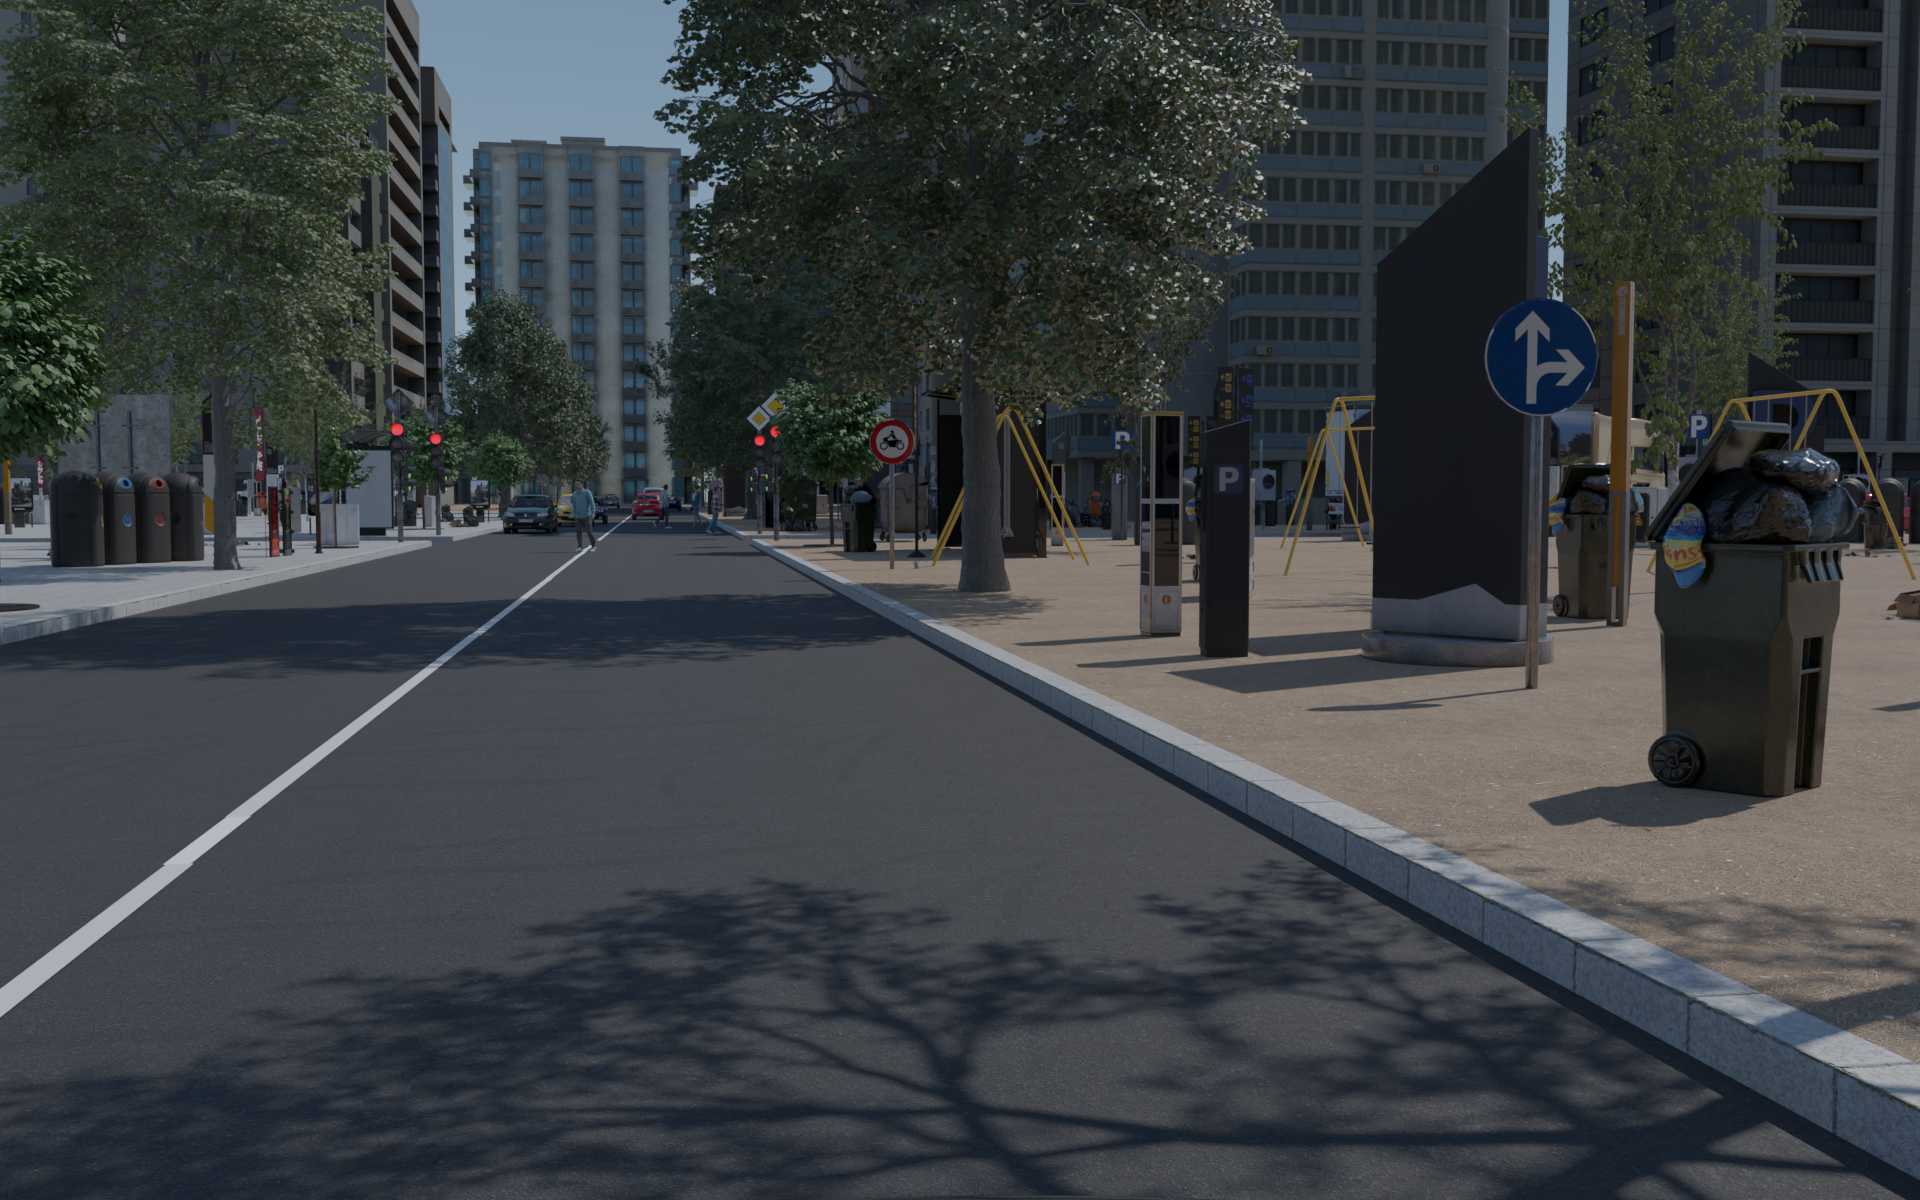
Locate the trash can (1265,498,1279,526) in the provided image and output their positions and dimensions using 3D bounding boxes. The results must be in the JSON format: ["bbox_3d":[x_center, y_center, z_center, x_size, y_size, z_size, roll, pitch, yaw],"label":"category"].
[{"bbox_3d":[12.334,-3.503,68.934,0.748,1.137,0.748,0,3,0],"label":"trash can"}]

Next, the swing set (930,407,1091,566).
[{"bbox_3d":[0.873,-2.133,32.502,2.862,2.851,3.119,0,4,-2],"label":"swing set"}]

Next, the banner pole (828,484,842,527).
[{"bbox_3d":[-4.889,-4.684,66.592,0.401,3.779,0.863,-1,4,-10],"label":"banner pole"}]

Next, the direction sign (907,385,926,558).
[{"bbox_3d":[-0.879,-2.632,35.028,0.379,3.537,0.876,0,4,6],"label":"direction sign"}]

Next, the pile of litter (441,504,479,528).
[{"bbox_3d":[-19.355,-3.261,67.280,1.176,0.858,1.719,2,4,24],"label":"pile of litter"}]

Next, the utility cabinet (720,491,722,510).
[{"bbox_3d":[-17.366,-7.239,127.039,0.318,1.500,1.173,2,4,24],"label":"utility cabinet"}]

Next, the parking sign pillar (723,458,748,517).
[{"bbox_3d":[-12.843,-6.764,99.062,1.447,3.967,1.447,1,4,10],"label":"parking sign pillar"}]

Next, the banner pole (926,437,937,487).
[{"bbox_3d":[-1.270,-5.232,75.566,0.401,3.779,0.863,-3,5,-40],"label":"banner pole"}]

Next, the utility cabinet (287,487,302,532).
[{"bbox_3d":[-22.242,-3.009,57.872,0.318,1.500,1.173,-2,4,-28],"label":"utility cabinet"}]

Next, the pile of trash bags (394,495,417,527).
[{"bbox_3d":[-22.471,-3.593,68.493,1.912,1.369,3.447,-1,4,-14],"label":"pile of trash bags"}]

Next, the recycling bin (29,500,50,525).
[{"bbox_3d":[-38.754,-3.705,73.135,0.722,1.027,0.722,1,4,8],"label":"recycling bin"}]

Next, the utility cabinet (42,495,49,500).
[{"bbox_3d":[-47.602,-4.835,90.209,0.306,1.237,1.020,-2,4,-34],"label":"utility cabinet"}]

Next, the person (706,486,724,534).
[{"bbox_3d":[-8.837,-3.245,62.399,0.643,1.720,0.563,-1,4,-10],"label":"person"}]

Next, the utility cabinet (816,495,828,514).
[{"bbox_3d":[-8.894,-6.028,109.721,1.020,1.237,0.306,-1,4,-23],"label":"utility cabinet"}]

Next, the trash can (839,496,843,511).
[{"bbox_3d":[-8.433,-6.990,125.933,0.748,1.137,0.748,0,3,0],"label":"trash can"}]

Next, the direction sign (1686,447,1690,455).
[{"bbox_3d":[34.999,-5.588,83.354,0.379,3.537,0.876,1,4,15],"label":"direction sign"}]

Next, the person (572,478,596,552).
[{"bbox_3d":[-9.296,-2.104,42.913,0.660,1.820,0.620,1,4,16],"label":"person"}]

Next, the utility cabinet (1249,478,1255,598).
[{"bbox_3d":[3.490,-0.784,21.491,0.318,1.500,1.173,1,4,12],"label":"utility cabinet"}]

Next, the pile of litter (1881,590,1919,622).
[{"bbox_3d":[10.184,-0.244,17.962,1.719,0.858,1.176,-1,4,-23],"label":"pile of litter"}]

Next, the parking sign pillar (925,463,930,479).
[{"bbox_3d":[-1.740,-7.791,115.855,1.447,3.967,1.447,3,4,38],"label":"parking sign pillar"}]

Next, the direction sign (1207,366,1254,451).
[{"bbox_3d":[4.922,-2.384,30.970,0.876,3.537,0.379,-3,4,-37],"label":"direction sign"}]

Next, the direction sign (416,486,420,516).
[{"bbox_3d":[-32.499,-6.822,103.532,0.876,3.537,0.379,1,4,22],"label":"direction sign"}]

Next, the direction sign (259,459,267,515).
[{"bbox_3d":[-42.378,-6.955,105.718,0.876,3.537,0.379,1,4,15],"label":"direction sign"}]

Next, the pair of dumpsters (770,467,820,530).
[{"bbox_3d":[-6.040,-3.731,63.491,1.574,2.255,4.437,-1,4,-10],"label":"pair of dumpsters"}]

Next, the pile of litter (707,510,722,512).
[{"bbox_3d":[-17.460,-6.725,123.916,1.176,0.858,1.719,-1,4,-19],"label":"pile of litter"}]

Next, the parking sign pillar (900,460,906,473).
[{"bbox_3d":[-3.509,-7.704,114.435,1.447,3.967,1.447,-2,4,-29],"label":"parking sign pillar"}]

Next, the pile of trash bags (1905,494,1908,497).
[{"bbox_3d":[36.772,-3.507,67.095,1.912,1.369,3.447,3,5,41],"label":"pile of trash bags"}]

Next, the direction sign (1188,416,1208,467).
[{"bbox_3d":[7.042,-3.561,50.226,0.876,3.537,0.379,1,4,10],"label":"direction sign"}]

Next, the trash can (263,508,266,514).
[{"bbox_3d":[-43.053,-5.882,107.823,0.748,1.137,0.748,0,3,0],"label":"trash can"}]

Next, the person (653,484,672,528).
[{"bbox_3d":[-12.382,-3.900,72.116,0.795,1.843,0.661,-2,4,-29],"label":"person"}]

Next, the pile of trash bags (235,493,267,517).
[{"bbox_3d":[-41.282,-5.450,98.853,3.447,1.369,1.912,-3,5,-40],"label":"pile of trash bags"}]

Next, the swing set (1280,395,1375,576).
[{"bbox_3d":[7.191,-1.799,27.037,2.862,2.851,3.119,-3,5,-44],"label":"swing set"}]

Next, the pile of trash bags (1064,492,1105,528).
[{"bbox_3d":[4.884,-3.490,66.816,1.912,1.369,3.447,-1,4,-9],"label":"pile of trash bags"}]

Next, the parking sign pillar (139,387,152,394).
[{"bbox_3d":[-20.886,-3.353,43.298,1.447,3.967,1.447,3,4,36],"label":"parking sign pillar"}]

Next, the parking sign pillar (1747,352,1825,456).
[{"bbox_3d":[15.572,-2.706,32.721,1.447,3.967,1.447,1,4,15],"label":"parking sign pillar"}]

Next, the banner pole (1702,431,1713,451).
[{"bbox_3d":[25.955,-4.310,60.489,0.401,3.779,0.863,-2,4,-35],"label":"banner pole"}]

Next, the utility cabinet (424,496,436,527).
[{"bbox_3d":[-20.726,-3.466,67.832,0.306,1.237,1.020,0,4,-6],"label":"utility cabinet"}]

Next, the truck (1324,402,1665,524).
[{"bbox_3d":[17.341,-4.043,55.013,11.283,4.237,2.839,-1,4,-10],"label":"truck"}]

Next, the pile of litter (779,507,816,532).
[{"bbox_3d":[-5.772,-2.791,59.593,1.719,0.858,1.176,3,4,36],"label":"pile of litter"}]

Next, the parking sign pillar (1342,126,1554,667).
[{"bbox_3d":[3.880,-1.525,13.413,1.447,3.967,1.447,-3,5,-43],"label":"parking sign pillar"}]

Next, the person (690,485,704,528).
[{"bbox_3d":[-11.110,-3.960,73.273,0.654,1.822,0.581,-2,4,-26],"label":"person"}]

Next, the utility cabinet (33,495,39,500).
[{"bbox_3d":[-58.584,-6.003,109.308,0.306,1.237,1.020,1,4,20],"label":"utility cabinet"}]

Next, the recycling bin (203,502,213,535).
[{"bbox_3d":[-23.606,-2.585,54.813,0.722,1.027,0.722,2,4,24],"label":"recycling bin"}]

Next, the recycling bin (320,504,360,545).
[{"bbox_3d":[-15.695,-1.911,43.801,0.722,1.027,0.722,3,5,39],"label":"recycling bin"}]

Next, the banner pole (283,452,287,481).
[{"bbox_3d":[-39.339,-6.787,100.982,0.401,3.779,0.863,-2,4,-31],"label":"banner pole"}]

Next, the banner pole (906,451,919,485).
[{"bbox_3d":[-2.270,-5.831,85.361,0.863,3.779,0.401,1,4,11],"label":"banner pole"}]
